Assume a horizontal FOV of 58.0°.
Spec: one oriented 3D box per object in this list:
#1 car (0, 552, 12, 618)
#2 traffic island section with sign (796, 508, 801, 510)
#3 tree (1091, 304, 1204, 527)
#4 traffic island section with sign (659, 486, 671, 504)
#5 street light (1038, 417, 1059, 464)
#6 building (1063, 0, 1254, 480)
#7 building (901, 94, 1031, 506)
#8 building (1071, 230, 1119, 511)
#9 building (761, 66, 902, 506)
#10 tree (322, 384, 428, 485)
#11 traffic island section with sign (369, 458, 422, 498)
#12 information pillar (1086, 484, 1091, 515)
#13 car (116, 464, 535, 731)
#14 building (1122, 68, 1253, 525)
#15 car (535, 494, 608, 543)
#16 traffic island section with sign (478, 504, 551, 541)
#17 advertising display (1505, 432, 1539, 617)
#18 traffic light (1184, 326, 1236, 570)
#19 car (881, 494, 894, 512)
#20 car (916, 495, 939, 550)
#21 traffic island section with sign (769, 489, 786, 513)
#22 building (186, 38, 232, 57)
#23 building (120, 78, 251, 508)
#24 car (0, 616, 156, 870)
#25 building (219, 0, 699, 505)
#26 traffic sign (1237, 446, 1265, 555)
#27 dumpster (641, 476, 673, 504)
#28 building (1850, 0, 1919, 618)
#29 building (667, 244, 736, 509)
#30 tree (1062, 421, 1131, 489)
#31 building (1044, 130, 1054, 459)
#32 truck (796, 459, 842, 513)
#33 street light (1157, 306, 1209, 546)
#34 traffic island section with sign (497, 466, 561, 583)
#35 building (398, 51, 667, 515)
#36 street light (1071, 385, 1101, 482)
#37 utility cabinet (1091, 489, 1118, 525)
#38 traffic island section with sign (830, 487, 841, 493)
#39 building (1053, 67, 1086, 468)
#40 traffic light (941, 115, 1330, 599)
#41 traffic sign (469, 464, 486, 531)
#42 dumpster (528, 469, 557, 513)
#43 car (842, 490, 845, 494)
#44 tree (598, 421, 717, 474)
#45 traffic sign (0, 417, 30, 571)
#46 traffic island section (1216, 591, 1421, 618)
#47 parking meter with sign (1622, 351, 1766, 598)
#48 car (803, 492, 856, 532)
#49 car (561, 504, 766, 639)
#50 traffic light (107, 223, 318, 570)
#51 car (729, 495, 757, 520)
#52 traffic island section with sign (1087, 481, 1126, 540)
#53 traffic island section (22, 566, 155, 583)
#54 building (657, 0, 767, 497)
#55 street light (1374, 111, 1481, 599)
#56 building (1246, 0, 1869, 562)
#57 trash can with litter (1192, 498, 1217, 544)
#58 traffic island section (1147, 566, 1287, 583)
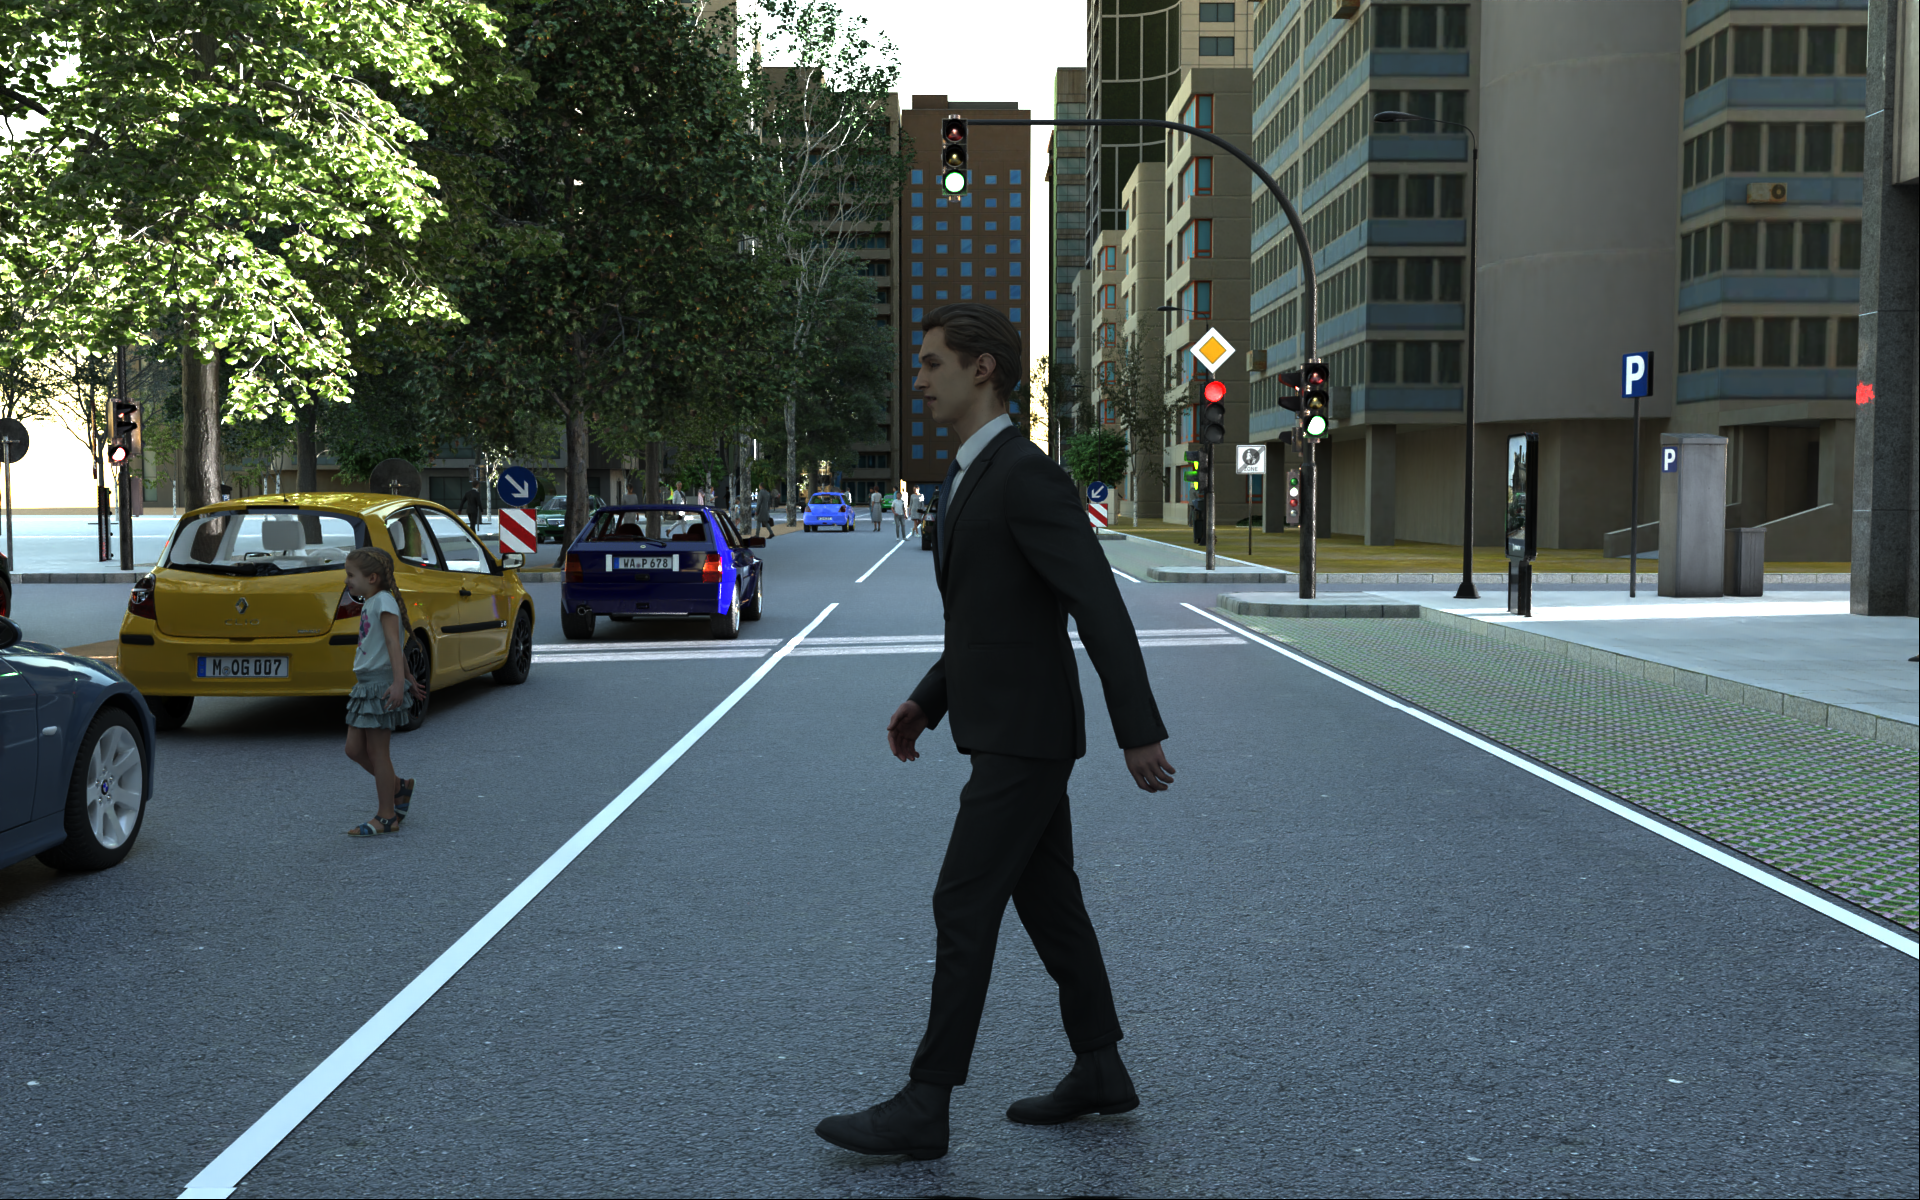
[{"bbox_3d":[-10.586,-0.382,16.035,2.009,1.686,4.222,0,4,2],"label":"car"},{"bbox_3d":[-14.251,-9.213,159.260,1.989,1.847,2.006,0,4,0],"label":"traffic island section with sign"},{"bbox_3d":[7.058,-7.166,67.519,4.360,8.622,3.978,0,3,0],"label":"tree"},{"bbox_3d":[-13.969,-4.469,81.691,1.989,1.847,2.006,0,4,0],"label":"traffic island section with sign"},{"bbox_3d":[5.413,-8.062,104.349,1.470,5.913,1.316,0,4,0],"label":"street light"},{"bbox_3d":[19.761,-43.611,151.292,20.563,71.187,20.611,0,4,0],"label":"building"},{"bbox_3d":[0.656,-33.480,197.503,14.200,45.320,14.600,0,4,0],"label":"building"},{"bbox_3d":[23.082,-17.313,128.112,27.650,21.520,28.899,0,4,0],"label":"building"},{"bbox_3d":[-17.284,-35.276,200.463,21.600,48.544,21.300,0,4,0],"label":"building"},{"bbox_3d":[-17.351,-4.167,51.837,4.285,4.588,4.351,0,3,0],"label":"tree"},{"bbox_3d":[-7.206,-0.819,21.522,2.006,1.907,1.989,0,4,0],"label":"traffic island section with sign"},{"bbox_3d":[6.517,-5.017,86.527,0.304,2.012,0.304,-2,4,-33],"label":"information pillar"},{"bbox_3d":[-4.134,-0.102,11.895,2.015,1.641,3.980,0,3,0],"label":"car"},{"bbox_3d":[23.139,-14.681,85.072,27.650,21.520,28.899,0,4,0],"label":"building"},{"bbox_3d":[-11.546,-2.457,51.972,2.131,1.459,4.920,0,4,-1],"label":"car"},{"bbox_3d":[-13.852,-2.770,53.925,1.989,1.847,2.006,0,4,0],"label":"traffic island section with sign"},{"bbox_3d":[5.968,-0.808,18.429,0.123,1.923,0.974,0,4,6],"label":"advertising display"},{"bbox_3d":[4.217,-2.463,29.198,0.839,4.253,0.868,0,4,0],"label":"traffic light"},{"bbox_3d":[-5.224,-7.794,136.220,1.959,1.807,4.718,0,4,1],"label":"car"},{"bbox_3d":[-0.149,-2.187,45.547,2.009,1.686,4.222,0,4,-1],"label":"car"},{"bbox_3d":[-14.147,-7.564,132.305,1.989,1.847,2.006,0,4,0],"label":"traffic island section with sign"},{"bbox_3d":[-75.142,-46.594,200.057,20.611,71.187,20.563,0,4,0],"label":"building"},{"bbox_3d":[-72.005,-29.744,169.914,14.086,41.232,14.154,0,4,0],"label":"building"},{"bbox_3d":[-4.047,0.421,5.117,2.014,1.417,4.499,0,4,-2],"label":"car"},{"bbox_3d":[-36.194,-26.806,130.154,32.217,40.220,23.993,0,4,0],"label":"building"},{"bbox_3d":[6.088,-2.090,36.293,0.606,2.300,0.079,0,4,6],"label":"traffic sign"},{"bbox_3d":[-16.387,-5.577,93.682,1.502,2.255,1.985,0,3,0],"label":"dumpster"},{"bbox_3d":[15.583,-11.615,7.922,12.078,24.808,19.932,0,4,0],"label":"building"},{"bbox_3d":[-27.317,-23.107,149.500,14.160,30.474,14.107,0,4,0],"label":"building"},{"bbox_3d":[6.231,-5.749,77.703,4.285,4.588,4.351,0,3,0],"label":"tree"},{"bbox_3d":[22.926,-33.467,201.816,28.867,44.769,22.147,0,4,0],"label":"building"},{"bbox_3d":[-10.951,-9.004,136.129,2.839,4.237,11.283,0,4,1],"label":"truck"},{"bbox_3d":[5.570,-4.306,42.948,1.470,5.913,1.316,0,4,0],"label":"street light"},{"bbox_3d":[-7.224,-1.272,28.929,2.006,1.907,1.989,0,4,0],"label":"traffic island section with sign"},{"bbox_3d":[-27.403,-20.777,111.413,14.160,30.474,14.107,0,4,0],"label":"building"},{"bbox_3d":[5.392,-6.184,73.642,1.470,5.913,1.316,0,4,0],"label":"street light"},{"bbox_3d":[6.015,-3.879,72.108,1.173,1.500,0.318,3,4,38],"label":"utility cabinet"},{"bbox_3d":[-7.520,-5.867,104.067,2.006,1.907,1.989,0,4,0],"label":"traffic island section with sign"},{"bbox_3d":[16.044,-29.723,169.566,14.154,41.232,14.086,0,4,0],"label":"building"},{"bbox_3d":[2.156,-2.838,21.063,4.771,5.953,1.251,0,4,0],"label":"traffic light"},{"bbox_3d":[-16.569,-3.510,59.511,0.606,2.300,0.079,0,4,5],"label":"traffic sign"},{"bbox_3d":[-16.324,-3.880,65.930,1.502,2.255,1.985,0,3,0],"label":"dumpster"},{"bbox_3d":[-10.898,-8.760,151.905,2.281,1.827,5.304,0,4,-1],"label":"car"},{"bbox_3d":[-17.318,-10.101,99.568,7.601,10.594,8.767,0,4,-6],"label":"tree"},{"bbox_3d":[-15.815,-1.753,28.773,0.768,2.556,0.104,0,4,6],"label":"traffic sign"},{"bbox_3d":[4.288,0.058,21.327,2.009,0.180,2.903,0,4,0],"label":"traffic island section"},{"bbox_3d":[9.159,-1.548,21.571,1.738,3.016,0.543,-1,4,-11],"label":"parking meter with sign"},{"bbox_3d":[-4.990,-3.476,66.423,1.945,1.707,3.694,0,4,2],"label":"car"},{"bbox_3d":[-3.089,-0.360,18.465,1.945,1.354,3.894,0,4,-1],"label":"car"},{"bbox_3d":[-11.953,-3.333,29.156,4.771,5.953,1.251,0,4,0],"label":"traffic light"},{"bbox_3d":[-11.610,-5.072,94.937,2.014,1.417,4.499,0,4,-1],"label":"car"},{"bbox_3d":[4.165,-2.810,54.564,1.989,1.847,2.006,0,4,0],"label":"traffic island section with sign"},{"bbox_3d":[-14.084,-0.426,29.247,2.009,0.180,2.903,0,4,0],"label":"traffic island section"},{"bbox_3d":[-30.094,-44.465,165.259,20.611,71.187,20.563,0,4,0],"label":"building"},{"bbox_3d":[5.722,-2.976,21.205,1.470,5.913,1.316,0,4,0],"label":"street light"},{"bbox_3d":[21.359,-21.754,47.554,23.993,40.220,32.217,0,4,0],"label":"building"},{"bbox_3d":[6.377,-2.034,44.637,0.624,1.170,1.055,-1,4,-12],"label":"trash can with litter"},{"bbox_3d":[4.257,-0.430,29.312,2.009,0.180,2.903,0,4,0],"label":"traffic island section"}]
